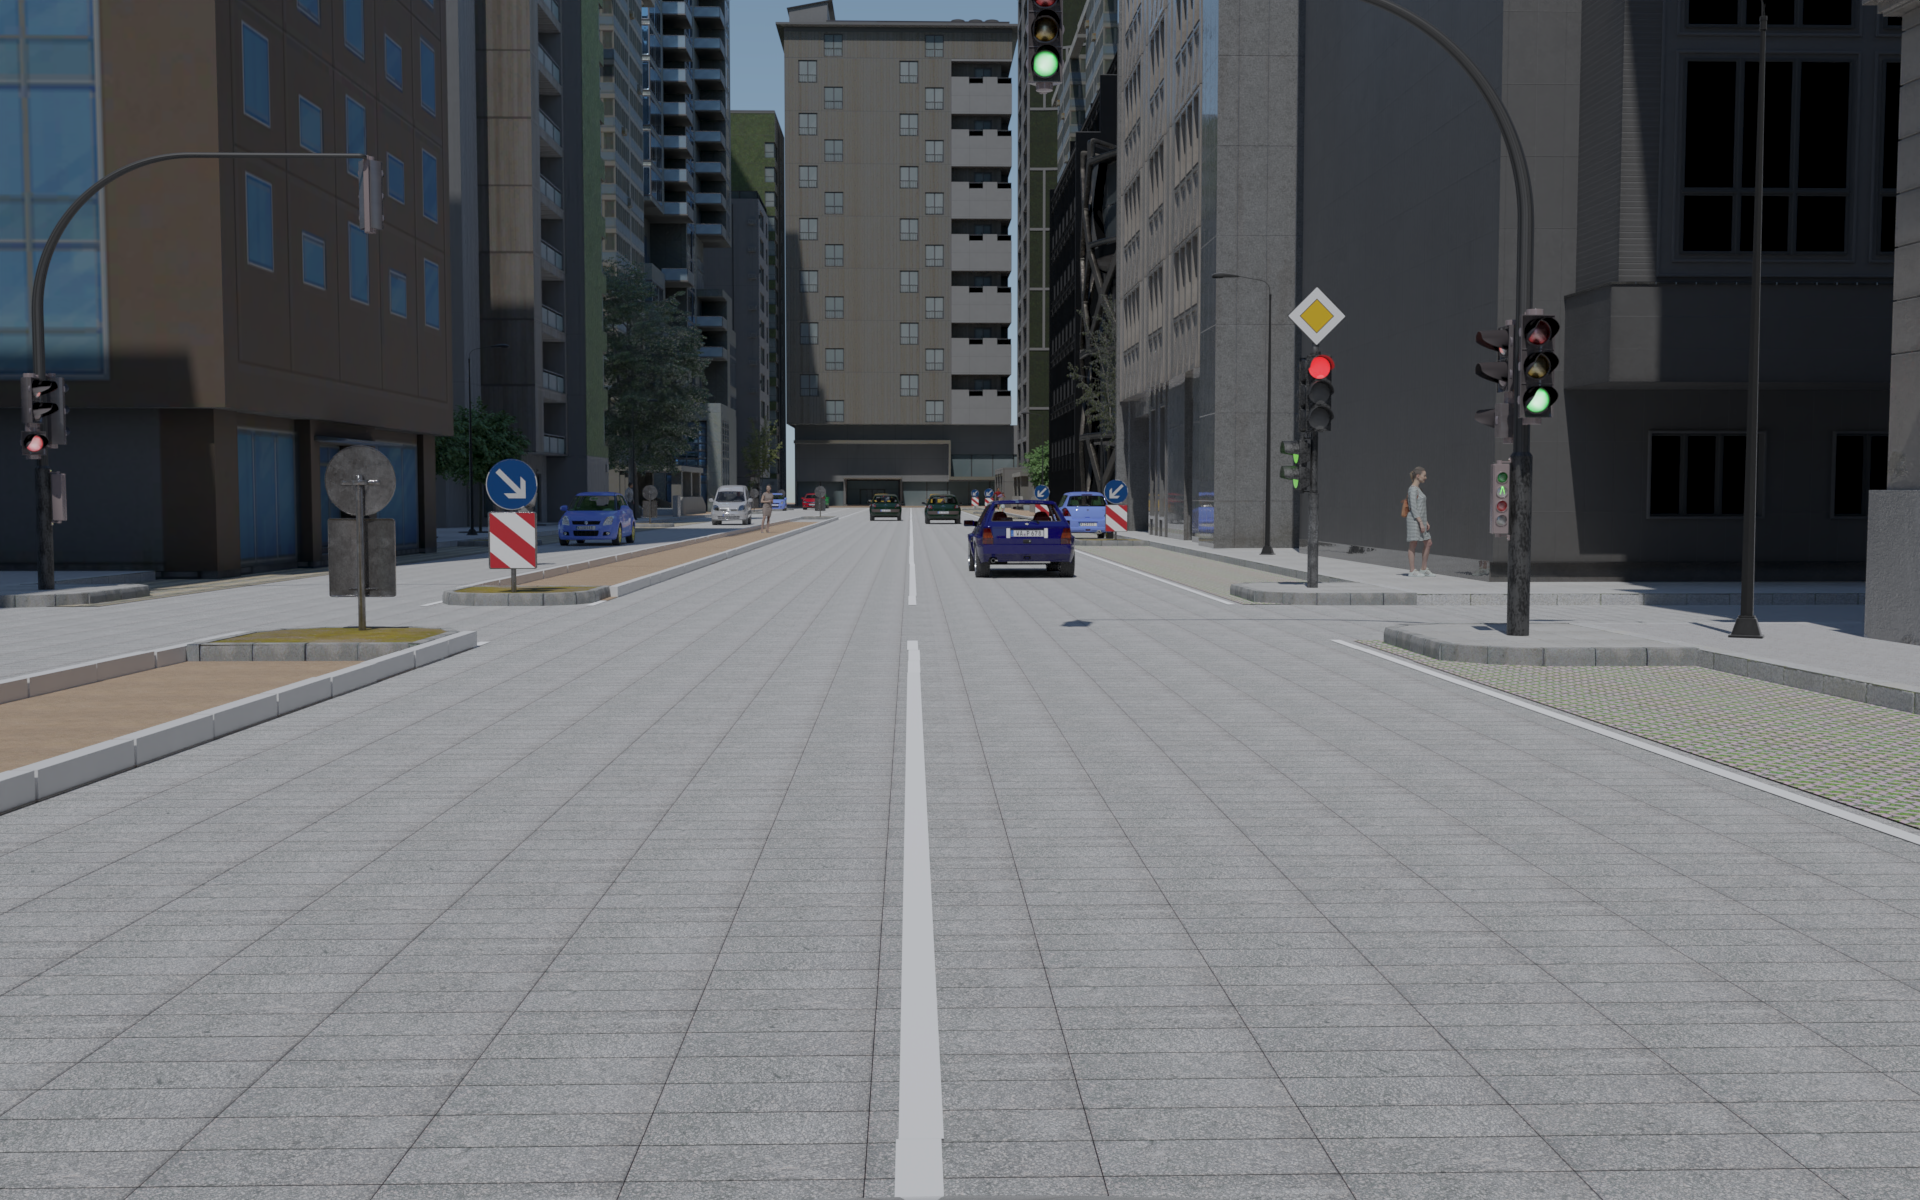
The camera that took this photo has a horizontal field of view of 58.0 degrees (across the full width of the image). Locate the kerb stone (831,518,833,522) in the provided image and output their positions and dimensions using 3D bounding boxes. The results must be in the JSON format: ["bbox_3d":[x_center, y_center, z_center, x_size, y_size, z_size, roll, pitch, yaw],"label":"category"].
[{"bbox_3d":[-6.599,-3.964,87.002,0.120,0.150,1.000,0,4,-2],"label":"kerb stone"}]

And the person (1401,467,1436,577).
[{"bbox_3d":[7.069,-1.206,26.767,0.522,1.701,0.512,2,4,25],"label":"person"}]

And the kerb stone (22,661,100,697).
[{"bbox_3d":[-6.582,0.587,12.613,0.120,0.150,1.000,0,4,-2],"label":"kerb stone"}]

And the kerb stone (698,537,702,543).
[{"bbox_3d":[-7.647,-1.706,50.091,0.120,0.150,1.000,0,4,-2],"label":"kerb stone"}]

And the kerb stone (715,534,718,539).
[{"bbox_3d":[-7.769,-1.957,54.193,0.120,0.150,1.000,0,4,-2],"label":"kerb stone"}]

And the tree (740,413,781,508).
[{"bbox_3d":[-18.251,-12.715,158.255,4.737,8.622,4.395,0,3,0],"label":"tree"}]

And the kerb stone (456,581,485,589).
[{"bbox_3d":[-6.918,-0.133,24.441,0.120,0.150,1.000,0,4,-2],"label":"kerb stone"}]

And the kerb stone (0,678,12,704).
[{"bbox_3d":[-6.556,0.651,11.591,0.120,0.150,1.000,0,4,-2],"label":"kerb stone"}]

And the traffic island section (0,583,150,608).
[{"bbox_3d":[-12.283,-0.059,23.249,2.009,0.180,2.903,0,4,-2],"label":"traffic island section"}]

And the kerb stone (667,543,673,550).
[{"bbox_3d":[-7.473,-1.330,43.948,0.120,0.150,1.000,0,4,-2],"label":"kerb stone"}]

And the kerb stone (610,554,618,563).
[{"bbox_3d":[-7.249,-0.827,35.721,0.120,0.150,1.000,0,4,-2],"label":"kerb stone"}]

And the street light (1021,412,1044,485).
[{"bbox_3d":[4.142,-7.671,97.968,1.470,5.913,1.316,0,4,-2],"label":"street light"}]

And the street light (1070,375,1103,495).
[{"bbox_3d":[4.980,-5.812,67.562,1.470,5.913,1.316,0,4,-2],"label":"street light"}]

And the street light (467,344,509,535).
[{"bbox_3d":[-14.649,-4.968,53.762,1.470,5.913,1.316,0,4,-2],"label":"street light"}]

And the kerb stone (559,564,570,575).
[{"bbox_3d":[-7.099,-0.515,30.609,0.120,0.150,1.000,0,4,-2],"label":"kerb stone"}]

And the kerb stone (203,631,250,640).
[{"bbox_3d":[-6.671,0.398,15.685,0.120,0.150,1.000,0,4,-2],"label":"kerb stone"}]

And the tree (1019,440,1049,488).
[{"bbox_3d":[5.235,-7.301,103.092,4.285,4.588,4.351,0,3,0],"label":"tree"}]

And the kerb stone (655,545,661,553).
[{"bbox_3d":[-7.417,-1.205,41.892,0.120,0.150,1.000,0,4,-2],"label":"kerb stone"}]

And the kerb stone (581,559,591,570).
[{"bbox_3d":[-7.158,-0.632,32.653,0.120,0.150,1.000,0,4,-2],"label":"kerb stone"}]

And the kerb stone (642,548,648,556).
[{"bbox_3d":[-7.361,-1.079,39.837,0.120,0.150,1.000,0,4,-2],"label":"kerb stone"}]

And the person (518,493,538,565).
[{"bbox_3d":[-8.649,-1.588,34.639,0.473,1.802,0.592,0,3,0],"label":"person"}]

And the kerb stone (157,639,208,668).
[{"bbox_3d":[-6.638,0.469,14.656,0.120,0.150,1.000,0,4,-2],"label":"kerb stone"}]

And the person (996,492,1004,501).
[{"bbox_3d":[3.336,-8.236,143.929,0.697,1.427,0.421,0,4,1],"label":"person"}]

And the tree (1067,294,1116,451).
[{"bbox_3d":[5.935,-6.908,63.304,4.360,8.622,3.978,0,3,0],"label":"tree"}]

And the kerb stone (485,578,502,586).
[{"bbox_3d":[-6.951,-0.198,25.464,0.120,0.150,1.000,0,4,-2],"label":"kerb stone"}]

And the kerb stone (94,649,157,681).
[{"bbox_3d":[-6.619,0.524,13.634,0.120,0.150,1.000,0,4,-2],"label":"kerb stone"}]

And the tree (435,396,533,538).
[{"bbox_3d":[-15.957,-4.518,57.576,4.285,4.588,4.351,0,3,0],"label":"tree"}]

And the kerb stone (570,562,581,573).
[{"bbox_3d":[-7.119,-0.575,31.632,0.120,0.150,1.000,0,4,-2],"label":"kerb stone"}]

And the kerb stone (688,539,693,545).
[{"bbox_3d":[-7.601,-1.581,48.044,0.120,0.150,1.000,0,4,-2],"label":"kerb stone"}]

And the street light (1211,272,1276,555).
[{"bbox_3d":[5.969,-3.911,36.480,1.470,5.913,1.316,0,4,-2],"label":"street light"}]

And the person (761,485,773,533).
[{"bbox_3d":[-7.051,-3.338,63.423,0.599,1.781,0.374,-2,4,-34],"label":"person"}]

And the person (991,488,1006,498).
[{"bbox_3d":[3.329,-8.826,150.292,1.348,1.831,0.705,-1,4,-17],"label":"person"}]

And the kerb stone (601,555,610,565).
[{"bbox_3d":[-7.212,-0.765,34.697,0.120,0.150,1.000,0,4,-2],"label":"kerb stone"}]

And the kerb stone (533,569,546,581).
[{"bbox_3d":[-7.039,-0.387,28.552,0.120,0.150,1.000,0,4,-2],"label":"kerb stone"}]

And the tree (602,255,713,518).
[{"bbox_3d":[-17.397,-11.352,92.253,9.857,13.997,8.962,0,3,0],"label":"tree"}]

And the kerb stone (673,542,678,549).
[{"bbox_3d":[-7.508,-1.393,44.969,0.120,0.150,1.000,0,4,-2],"label":"kerb stone"}]

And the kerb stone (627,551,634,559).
[{"bbox_3d":[-7.303,-0.953,37.781,0.120,0.150,1.000,0,4,-2],"label":"kerb stone"}]

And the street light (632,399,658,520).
[{"bbox_3d":[-15.501,-6.885,85.108,1.470,5.913,1.316,0,4,-2],"label":"street light"}]

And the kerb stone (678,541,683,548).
[{"bbox_3d":[-7.537,-1.456,45.993,0.120,0.150,1.000,0,4,-2],"label":"kerb stone"}]

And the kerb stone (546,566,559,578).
[{"bbox_3d":[-7.059,-0.452,29.582,0.120,0.150,1.000,0,4,-2],"label":"kerb stone"}]

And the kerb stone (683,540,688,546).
[{"bbox_3d":[-7.568,-1.514,47.022,0.120,0.150,1.000,0,4,-2],"label":"kerb stone"}]

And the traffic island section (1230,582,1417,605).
[{"bbox_3d":[4.852,-0.089,23.730,2.009,0.180,2.903,0,4,-2],"label":"traffic island section"}]

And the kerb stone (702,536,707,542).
[{"bbox_3d":[-7.674,-1.765,51.118,0.120,0.150,1.000,0,4,-2],"label":"kerb stone"}]

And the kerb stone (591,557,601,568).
[{"bbox_3d":[-7.177,-0.702,33.676,0.120,0.150,1.000,0,4,-2],"label":"kerb stone"}]

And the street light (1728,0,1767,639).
[{"bbox_3d":[6.508,-2.618,15.338,1.470,5.913,1.316,0,4,-2],"label":"street light"}]

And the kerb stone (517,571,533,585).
[{"bbox_3d":[-7.003,-0.326,27.521,0.120,0.150,1.000,0,4,-2],"label":"kerb stone"}]

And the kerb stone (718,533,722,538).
[{"bbox_3d":[-7.799,-2.020,55.215,0.120,0.150,1.000,0,4,-2],"label":"kerb stone"}]

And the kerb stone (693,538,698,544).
[{"bbox_3d":[-7.629,-1.643,49.069,0.120,0.150,1.000,0,4,-2],"label":"kerb stone"}]

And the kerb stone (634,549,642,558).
[{"bbox_3d":[-7.325,-1.012,38.804,0.120,0.150,1.000,0,4,-2],"label":"kerb stone"}]

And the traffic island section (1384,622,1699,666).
[{"bbox_3d":[5.079,0.400,15.748,2.009,0.180,2.903,0,4,-2],"label":"traffic island section"}]

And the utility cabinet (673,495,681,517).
[{"bbox_3d":[-15.881,-5.251,97.017,0.306,1.237,1.020,0,4,0],"label":"utility cabinet"}]

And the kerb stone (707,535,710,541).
[{"bbox_3d":[-7.711,-1.829,52.143,0.120,0.150,1.000,0,4,-2],"label":"kerb stone"}]

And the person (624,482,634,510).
[{"bbox_3d":[-15.798,-4.683,82.457,0.795,1.843,0.661,1,4,19],"label":"person"}]

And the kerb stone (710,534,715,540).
[{"bbox_3d":[-7.731,-1.889,53.172,0.120,0.150,1.000,0,4,-2],"label":"kerb stone"}]

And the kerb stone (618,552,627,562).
[{"bbox_3d":[-7.263,-0.889,36.754,0.120,0.150,1.000,0,4,-2],"label":"kerb stone"}]

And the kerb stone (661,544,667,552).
[{"bbox_3d":[-7.447,-1.267,42.914,0.120,0.150,1.000,0,4,-2],"label":"kerb stone"}]

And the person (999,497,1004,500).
[{"bbox_3d":[1.631,-3.273,66.260,0.590,1.304,0.306,-3,4,-36],"label":"person"}]

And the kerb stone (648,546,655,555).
[{"bbox_3d":[-7.386,-1.142,40.861,0.120,0.150,1.000,0,4,-2],"label":"kerb stone"}]

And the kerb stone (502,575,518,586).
[{"bbox_3d":[-6.977,-0.259,26.493,0.120,0.150,1.000,0,4,-2],"label":"kerb stone"}]
